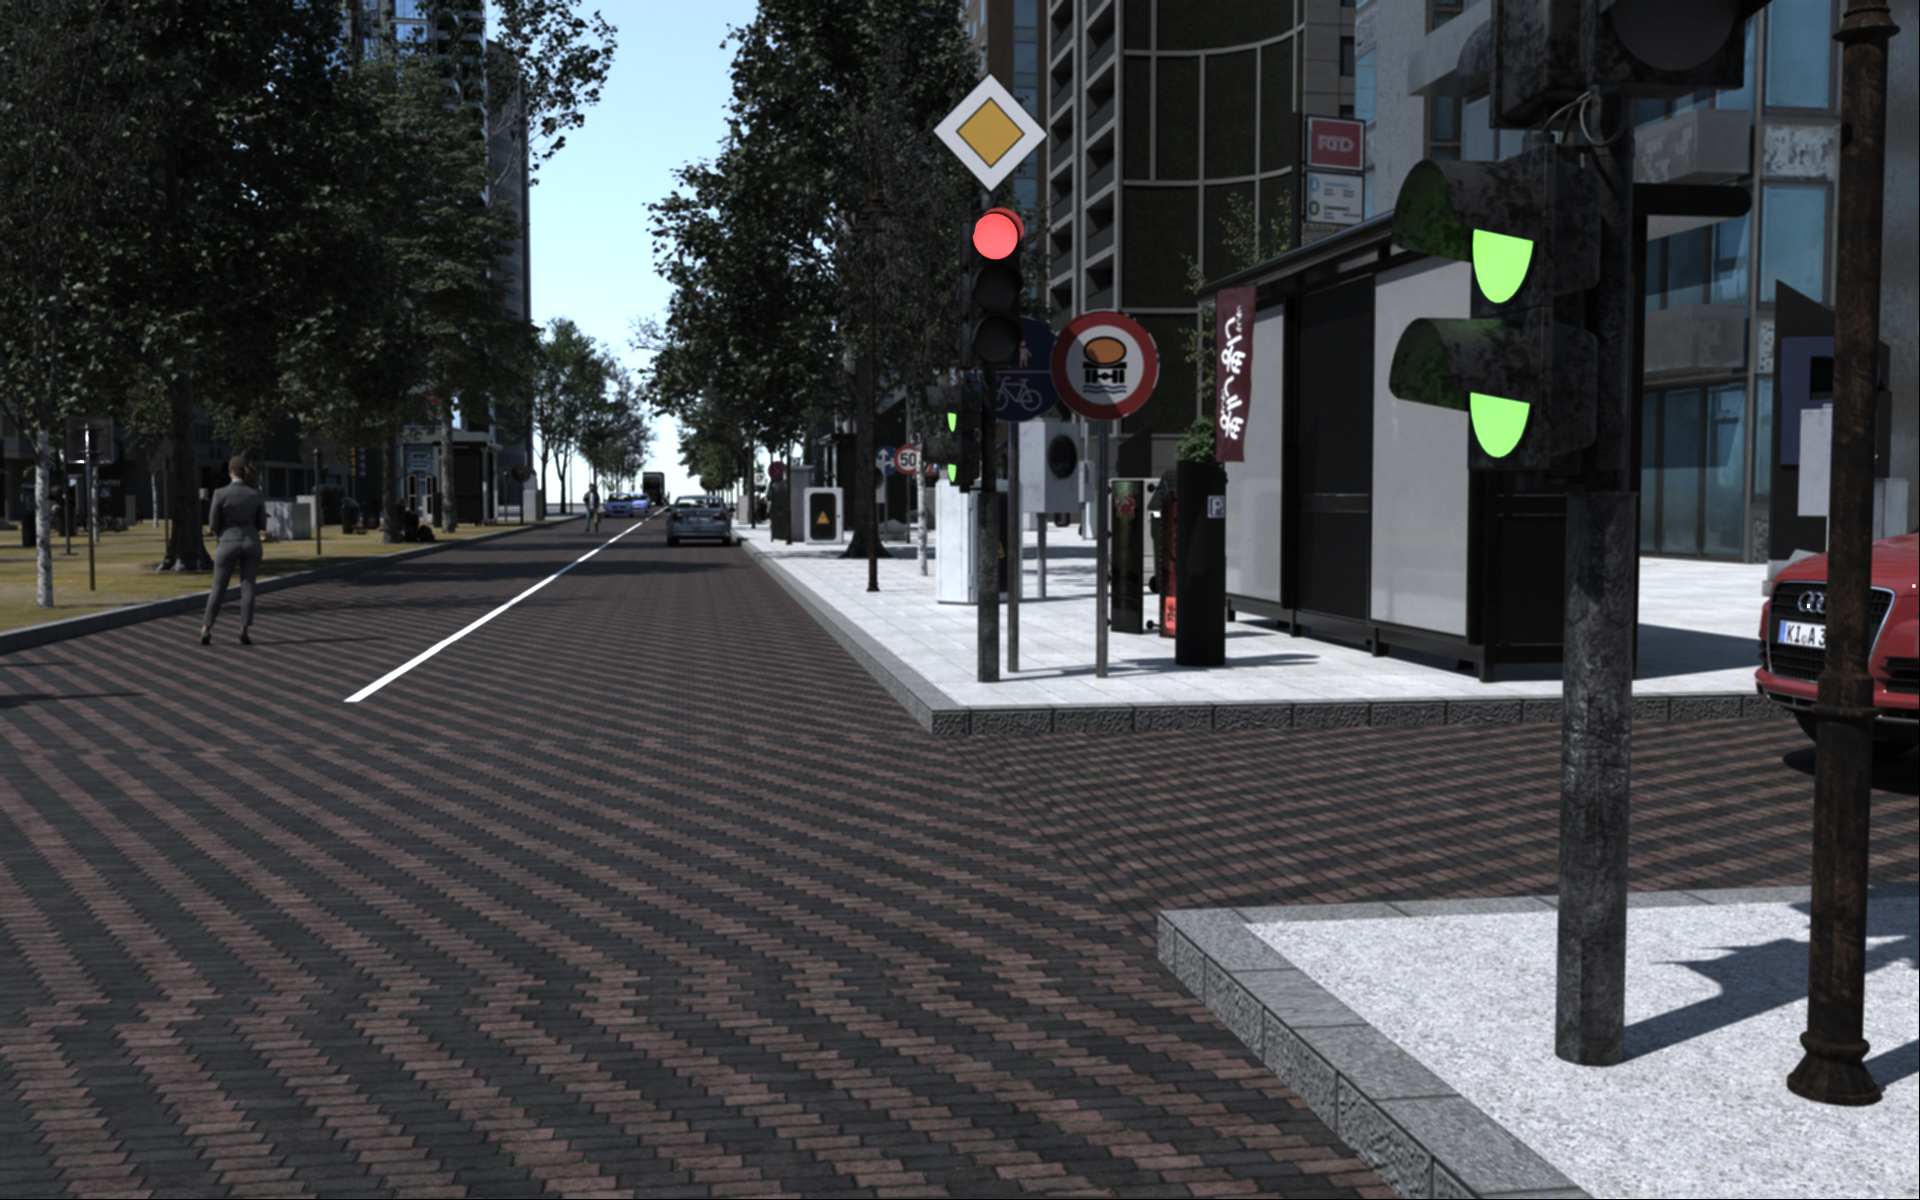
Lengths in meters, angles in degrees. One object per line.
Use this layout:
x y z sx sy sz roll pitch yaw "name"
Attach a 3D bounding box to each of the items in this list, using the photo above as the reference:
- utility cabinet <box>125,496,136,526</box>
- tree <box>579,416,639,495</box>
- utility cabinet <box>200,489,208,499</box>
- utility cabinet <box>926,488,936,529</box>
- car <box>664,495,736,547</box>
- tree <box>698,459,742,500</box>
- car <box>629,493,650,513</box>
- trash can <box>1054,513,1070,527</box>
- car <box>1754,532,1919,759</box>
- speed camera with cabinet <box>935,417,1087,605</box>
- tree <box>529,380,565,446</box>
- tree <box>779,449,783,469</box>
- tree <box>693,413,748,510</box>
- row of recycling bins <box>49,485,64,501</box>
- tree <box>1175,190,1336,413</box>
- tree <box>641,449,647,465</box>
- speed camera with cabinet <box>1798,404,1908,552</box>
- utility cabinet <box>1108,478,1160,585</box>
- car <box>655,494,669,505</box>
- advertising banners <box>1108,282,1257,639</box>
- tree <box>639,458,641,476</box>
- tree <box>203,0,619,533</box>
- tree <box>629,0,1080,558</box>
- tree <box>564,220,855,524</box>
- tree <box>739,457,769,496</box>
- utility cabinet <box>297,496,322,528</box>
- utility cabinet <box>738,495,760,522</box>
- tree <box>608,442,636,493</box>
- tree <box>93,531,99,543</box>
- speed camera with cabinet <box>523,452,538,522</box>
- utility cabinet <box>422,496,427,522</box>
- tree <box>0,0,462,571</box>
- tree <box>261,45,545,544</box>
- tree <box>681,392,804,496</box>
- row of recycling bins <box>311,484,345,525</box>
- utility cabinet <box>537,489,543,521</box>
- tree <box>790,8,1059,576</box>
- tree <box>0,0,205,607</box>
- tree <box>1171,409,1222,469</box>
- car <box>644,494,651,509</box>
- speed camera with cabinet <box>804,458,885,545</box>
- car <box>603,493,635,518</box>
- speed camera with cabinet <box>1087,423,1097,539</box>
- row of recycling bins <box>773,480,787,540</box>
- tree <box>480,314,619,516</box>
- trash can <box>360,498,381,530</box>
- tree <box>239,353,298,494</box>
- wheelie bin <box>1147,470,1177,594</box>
-33.975 -3.609 70.167 0.306 1.237 1.020 3 5 44 "utility cabinet"
-32.139 -12.462 154.112 4.737 8.622 4.395 0 3 0 "tree"
-33.353 -4.084 75.459 1.173 1.500 0.318 1 4 12 "utility cabinet"
-0.785 -3.329 63.104 1.173 1.500 0.318 -1 4 -15 "utility cabinet"
-7.304 -2.240 48.624 2.014 1.417 4.499 0 4 -7 "car"
-19.644 -9.786 143.710 4.285 4.588 4.351 0 3 0 "tree"
-24.276 -7.368 130.064 1.945 1.707 3.694 -1 4 -10 "car"
4.018 -3.449 68.038 0.748 1.137 0.748 0 3 0 "trash can"
6.736 -0.014 8.908 5.304 1.827 2.281 -1 4 -10 "car"
0.591 -1.614 20.722 0.660 3.252 2.038 3 5 42 "speed camera with cabinet"
-28.833 -13.847 136.764 12.009 13.543 11.850 0 3 0 "tree"
-5.465 -6.429 55.475 4.360 8.622 3.978 0 3 0 "tree"
-16.882 -10.666 124.750 4.737 8.622 4.395 0 3 0 "tree"
-41.099 -4.446 79.810 1.069 1.692 3.534 2 4 31 "row of recycling bins"
7.388 -5.559 41.251 4.737 8.622 4.395 0 3 0 "tree"
-45.309 -17.672 239.305 4.737 8.622 4.395 0 3 0 "tree"
9.500 -1.471 18.388 0.660 3.252 2.038 3 5 42 "speed camera with cabinet"
2.618 -0.954 24.279 1.173 1.500 0.318 2 4 28 "utility cabinet"
-40.022 -13.586 232.353 2.015 1.641 3.980 0 4 -7 "car"
1.913 -1.167 15.275 0.090 3.025 2.074 -2 4 -31 "advertising banners"
-36.633 -14.043 179.959 4.737 8.622 4.395 0 3 0 "tree"
-18.285 -12.298 56.962 12.611 20.169 13.585 0 3 0 "tree"
-2.036 -7.218 35.026 9.611 12.733 9.660 0 3 0 "tree"
-9.030 -9.983 73.593 12.009 13.543 11.850 0 3 0 "tree"
-10.292 -5.763 88.823 1.663 3.219 1.824 0 3 0 "tree"
-24.851 -3.364 66.157 1.020 1.237 0.306 2 4 29 "utility cabinet"
-9.718 -4.194 79.736 1.020 1.237 0.306 2 4 29 "utility cabinet"
-42.688 -16.341 217.538 4.360 8.622 3.978 0 3 0 "tree"
-23.075 -5.835 45.765 4.737 8.622 4.395 0 3 0 "tree"
-19.811 -5.234 79.907 0.660 3.252 2.038 -1 4 -12 "speed camera with cabinet"
-24.681 -4.250 80.657 0.306 1.237 1.020 0 4 8 "utility cabinet"
-13.206 -6.861 29.184 9.611 12.733 9.660 0 3 0 "tree"
-14.391 -7.718 44.316 7.486 12.596 7.792 0 3 0 "tree"
-13.584 -10.817 111.268 8.767 10.594 7.601 1 4 20 "tree"
-26.533 -4.023 72.883 1.069 1.692 3.534 -1 4 -9 "row of recycling bins"
-20.398 -4.553 83.127 0.318 1.500 1.173 -3 4 -36 "utility cabinet"
-0.567 -4.670 26.724 4.360 8.622 3.978 0 3 0 "tree"
-10.666 -4.232 19.562 4.360 8.622 3.978 0 3 0 "tree"
9.373 -4.842 62.883 4.285 4.588 4.351 0 3 0 "tree"
-31.314 -9.867 170.126 1.959 1.807 4.718 -1 4 -11 "car"
-2.941 -3.045 44.116 2.038 3.252 0.660 0 4 -6 "speed camera with cabinet"
-20.911 -5.917 106.327 1.945 1.707 3.694 -1 4 -10 "car"
3.715 -3.330 48.775 0.660 3.252 2.038 2 4 31 "speed camera with cabinet"
-4.888 -2.606 49.713 1.069 1.692 3.534 0 4 -8 "row of recycling bins"
-23.827 -10.620 99.394 9.928 11.665 9.643 0 3 0 "tree"
-21.324 -3.122 62.695 0.748 1.137 0.748 0 3 0 "trash can"
-29.831 -7.508 73.118 4.737 8.622 4.395 0 3 0 "tree"
2.847 -0.880 22.295 0.693 1.594 0.980 -3 5 -39 "wheelie bin"
